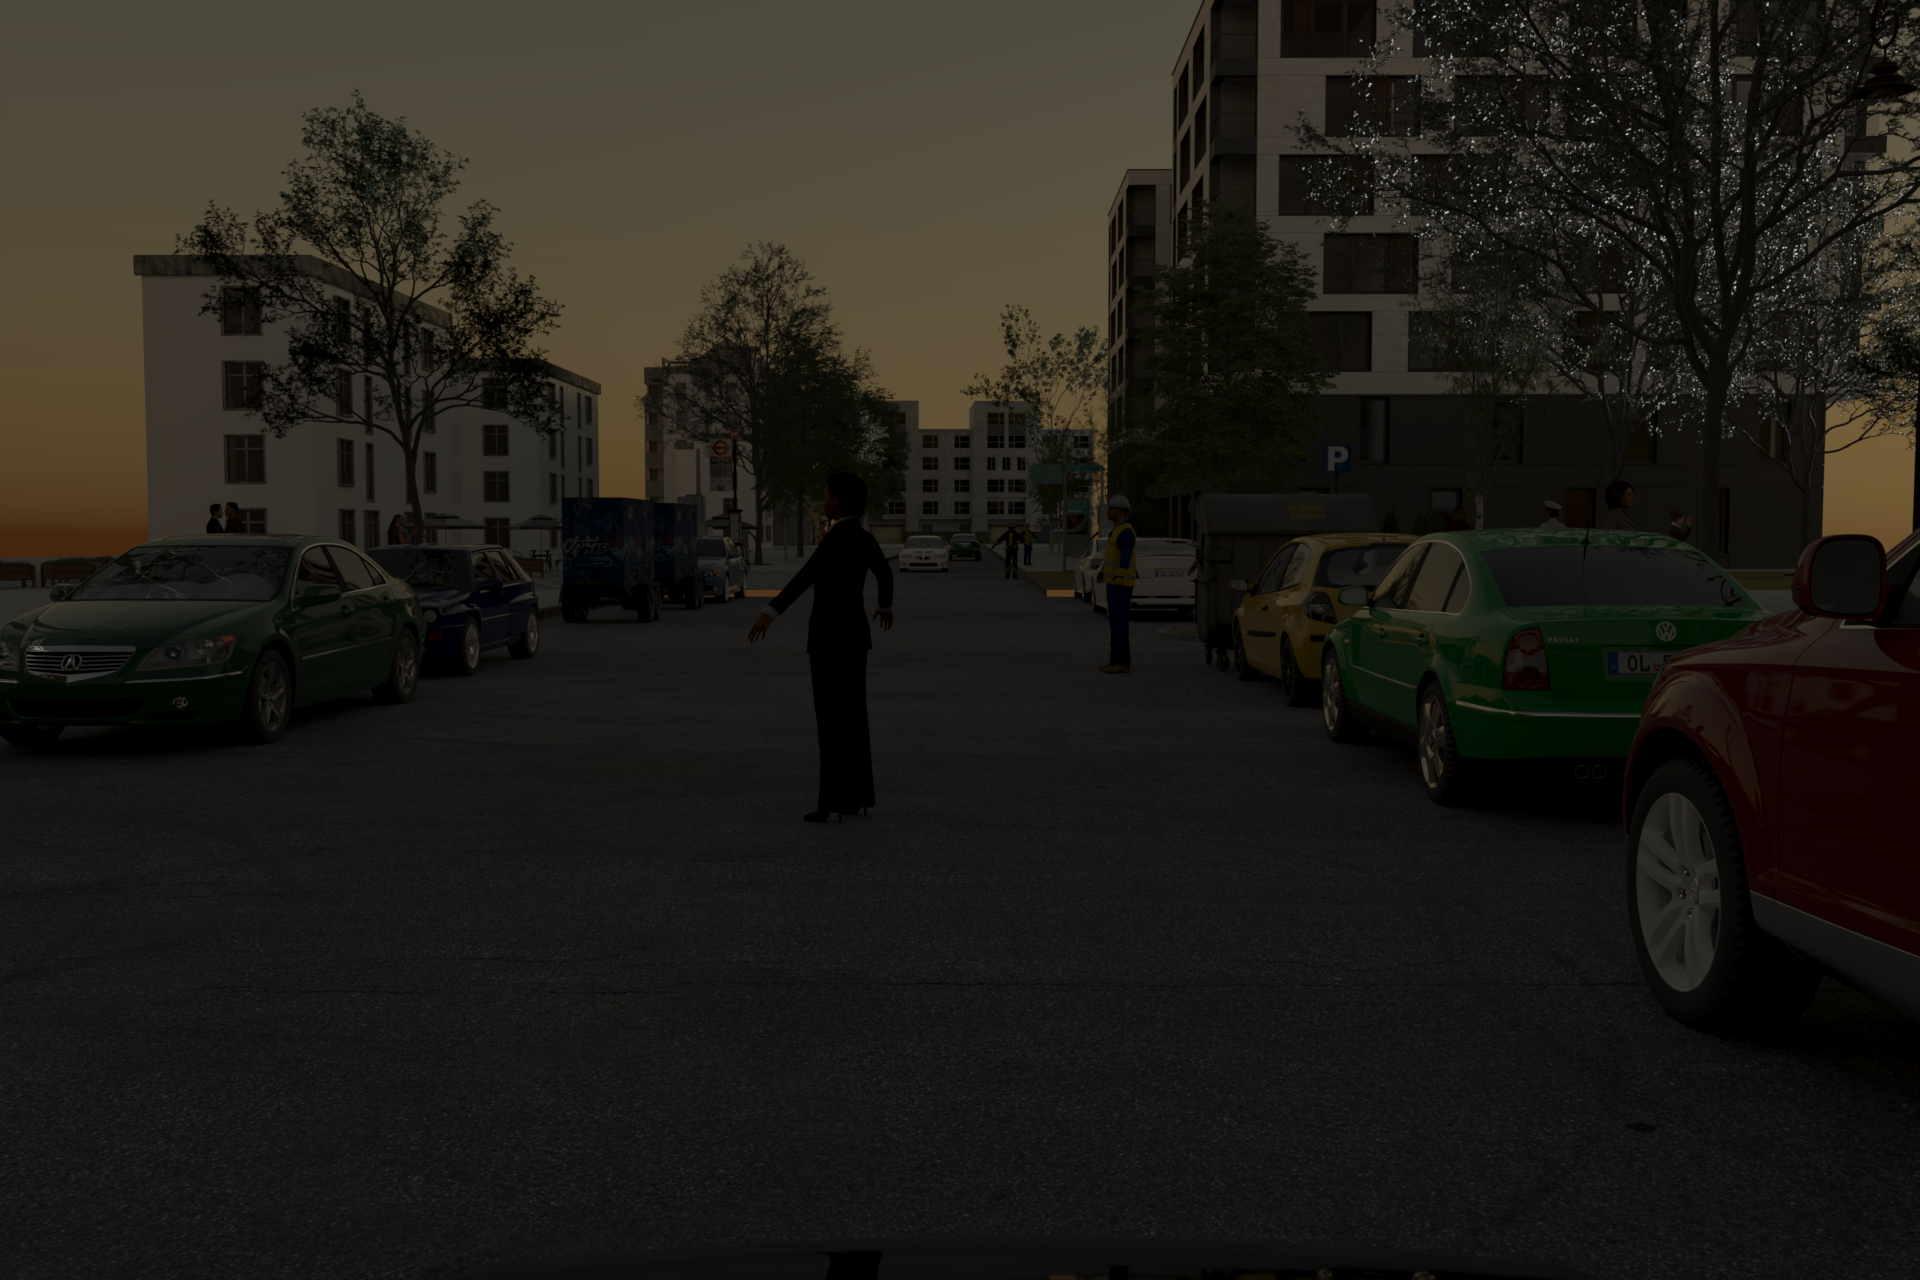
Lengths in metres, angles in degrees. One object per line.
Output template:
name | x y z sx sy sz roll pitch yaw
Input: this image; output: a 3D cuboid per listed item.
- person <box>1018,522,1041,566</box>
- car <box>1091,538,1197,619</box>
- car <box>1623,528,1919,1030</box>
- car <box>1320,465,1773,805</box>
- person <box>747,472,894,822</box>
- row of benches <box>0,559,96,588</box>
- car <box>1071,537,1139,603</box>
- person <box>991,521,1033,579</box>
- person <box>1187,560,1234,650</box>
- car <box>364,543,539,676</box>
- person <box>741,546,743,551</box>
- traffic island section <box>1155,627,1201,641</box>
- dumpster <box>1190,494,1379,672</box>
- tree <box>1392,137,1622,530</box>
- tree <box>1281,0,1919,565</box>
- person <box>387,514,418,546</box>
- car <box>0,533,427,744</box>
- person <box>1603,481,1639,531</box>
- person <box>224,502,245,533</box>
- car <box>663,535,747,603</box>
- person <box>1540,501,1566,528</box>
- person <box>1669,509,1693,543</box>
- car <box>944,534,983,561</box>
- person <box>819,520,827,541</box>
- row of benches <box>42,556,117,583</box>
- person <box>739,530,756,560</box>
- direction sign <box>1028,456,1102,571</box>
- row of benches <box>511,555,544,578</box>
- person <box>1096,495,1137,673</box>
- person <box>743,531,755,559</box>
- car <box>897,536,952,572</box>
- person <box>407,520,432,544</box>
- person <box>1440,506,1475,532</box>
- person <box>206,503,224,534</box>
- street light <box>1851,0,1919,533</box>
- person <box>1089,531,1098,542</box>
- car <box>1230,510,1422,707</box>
person | 2.810 -3.914 70.458 1.216 1.772 0.721 -3 5 -41
car | 3.368 -1.094 30.248 2.083 1.381 4.827 0 4 -1
car | 3.108 0.321 3.417 2.281 1.827 5.304 0 4 -1
car | 3.399 -0.105 10.505 1.959 1.807 4.718 0 4 1
person | -0.661 0.028 8.728 0.721 1.740 1.216 2 4 29
row of benches | -22.668 -1.583 41.349 1.422 0.672 4.104 3 4 39
car | 3.488 -1.540 37.538 2.083 1.381 4.827 0 3 0
person | 1.639 -2.862 55.036 1.354 1.856 0.705 0 4 8
person | 3.304 -0.794 21.585 0.704 1.812 1.346 -2 4 -27
car | -5.775 -0.374 18.690 1.945 1.354 3.894 0 3 0
person | -6.727 -2.540 50.802 0.599 1.433 0.991 3 5 43
traffic island section | 3.736 -0.073 24.055 1.991 0.108 1.994 0 4 1
dumpster | 3.439 -0.628 18.489 1.865 1.857 1.264 0 4 1
tree | 9.738 -5.061 33.117 4.360 8.622 3.978 0 3 0
tree | 9.645 -6.827 21.996 12.009 13.543 11.850 0 3 0
person | -10.146 -1.471 31.568 0.593 1.643 0.415 0 4 -5
car | -5.592 -0.093 13.315 2.131 1.459 4.920 0 4 0
person | 5.740 -0.496 14.867 0.721 1.744 1.215 2 4 34
person | -12.081 -1.386 28.726 0.705 1.821 1.348 -3 5 -41
car | -5.668 -1.553 37.393 2.014 1.417 4.499 0 4 1
person | 8.773 -1.189 25.896 1.216 1.778 0.721 -1 4 -21
person | 12.855 -1.463 30.769 0.445 1.727 0.742 -1 4 -17
car | 0.206 -5.030 94.034 2.131 1.459 4.920 0 4 -1
person | -4.303 -2.999 55.831 0.721 1.733 1.217 1 4 10
row of benches | -24.012 -1.965 47.593 1.422 0.672 4.104 0 4 -5
person | -9.350 -4.213 75.066 1.347 1.806 0.705 1 4 9
direction sign | 3.586 -4.284 58.802 2.525 3.948 1.411 0 4 0
row of benches | -13.772 -2.093 49.682 1.422 0.672 4.104 3 4 38
person | 1.617 -0.583 17.965 0.705 1.833 1.349 0 4 -3
person | -9.756 -4.420 78.209 1.347 1.837 0.705 1 4 20
car | -1.364 -3.312 66.512 2.083 1.381 4.827 0 3 0
person | -18.355 -3.211 58.623 0.704 1.817 1.347 1 4 19
person | 8.042 -1.298 28.025 1.215 1.729 0.721 0 4 5
person | -13.112 -1.503 30.630 0.704 1.823 1.345 -2 4 -29
street light | 7.386 -2.475 13.246 0.468 5.910 1.993 0 4 0
person | 6.207 -4.178 74.531 1.346 1.802 0.704 0 4 7
car | 3.558 -0.341 15.796 2.015 1.641 3.980 0 4 0
